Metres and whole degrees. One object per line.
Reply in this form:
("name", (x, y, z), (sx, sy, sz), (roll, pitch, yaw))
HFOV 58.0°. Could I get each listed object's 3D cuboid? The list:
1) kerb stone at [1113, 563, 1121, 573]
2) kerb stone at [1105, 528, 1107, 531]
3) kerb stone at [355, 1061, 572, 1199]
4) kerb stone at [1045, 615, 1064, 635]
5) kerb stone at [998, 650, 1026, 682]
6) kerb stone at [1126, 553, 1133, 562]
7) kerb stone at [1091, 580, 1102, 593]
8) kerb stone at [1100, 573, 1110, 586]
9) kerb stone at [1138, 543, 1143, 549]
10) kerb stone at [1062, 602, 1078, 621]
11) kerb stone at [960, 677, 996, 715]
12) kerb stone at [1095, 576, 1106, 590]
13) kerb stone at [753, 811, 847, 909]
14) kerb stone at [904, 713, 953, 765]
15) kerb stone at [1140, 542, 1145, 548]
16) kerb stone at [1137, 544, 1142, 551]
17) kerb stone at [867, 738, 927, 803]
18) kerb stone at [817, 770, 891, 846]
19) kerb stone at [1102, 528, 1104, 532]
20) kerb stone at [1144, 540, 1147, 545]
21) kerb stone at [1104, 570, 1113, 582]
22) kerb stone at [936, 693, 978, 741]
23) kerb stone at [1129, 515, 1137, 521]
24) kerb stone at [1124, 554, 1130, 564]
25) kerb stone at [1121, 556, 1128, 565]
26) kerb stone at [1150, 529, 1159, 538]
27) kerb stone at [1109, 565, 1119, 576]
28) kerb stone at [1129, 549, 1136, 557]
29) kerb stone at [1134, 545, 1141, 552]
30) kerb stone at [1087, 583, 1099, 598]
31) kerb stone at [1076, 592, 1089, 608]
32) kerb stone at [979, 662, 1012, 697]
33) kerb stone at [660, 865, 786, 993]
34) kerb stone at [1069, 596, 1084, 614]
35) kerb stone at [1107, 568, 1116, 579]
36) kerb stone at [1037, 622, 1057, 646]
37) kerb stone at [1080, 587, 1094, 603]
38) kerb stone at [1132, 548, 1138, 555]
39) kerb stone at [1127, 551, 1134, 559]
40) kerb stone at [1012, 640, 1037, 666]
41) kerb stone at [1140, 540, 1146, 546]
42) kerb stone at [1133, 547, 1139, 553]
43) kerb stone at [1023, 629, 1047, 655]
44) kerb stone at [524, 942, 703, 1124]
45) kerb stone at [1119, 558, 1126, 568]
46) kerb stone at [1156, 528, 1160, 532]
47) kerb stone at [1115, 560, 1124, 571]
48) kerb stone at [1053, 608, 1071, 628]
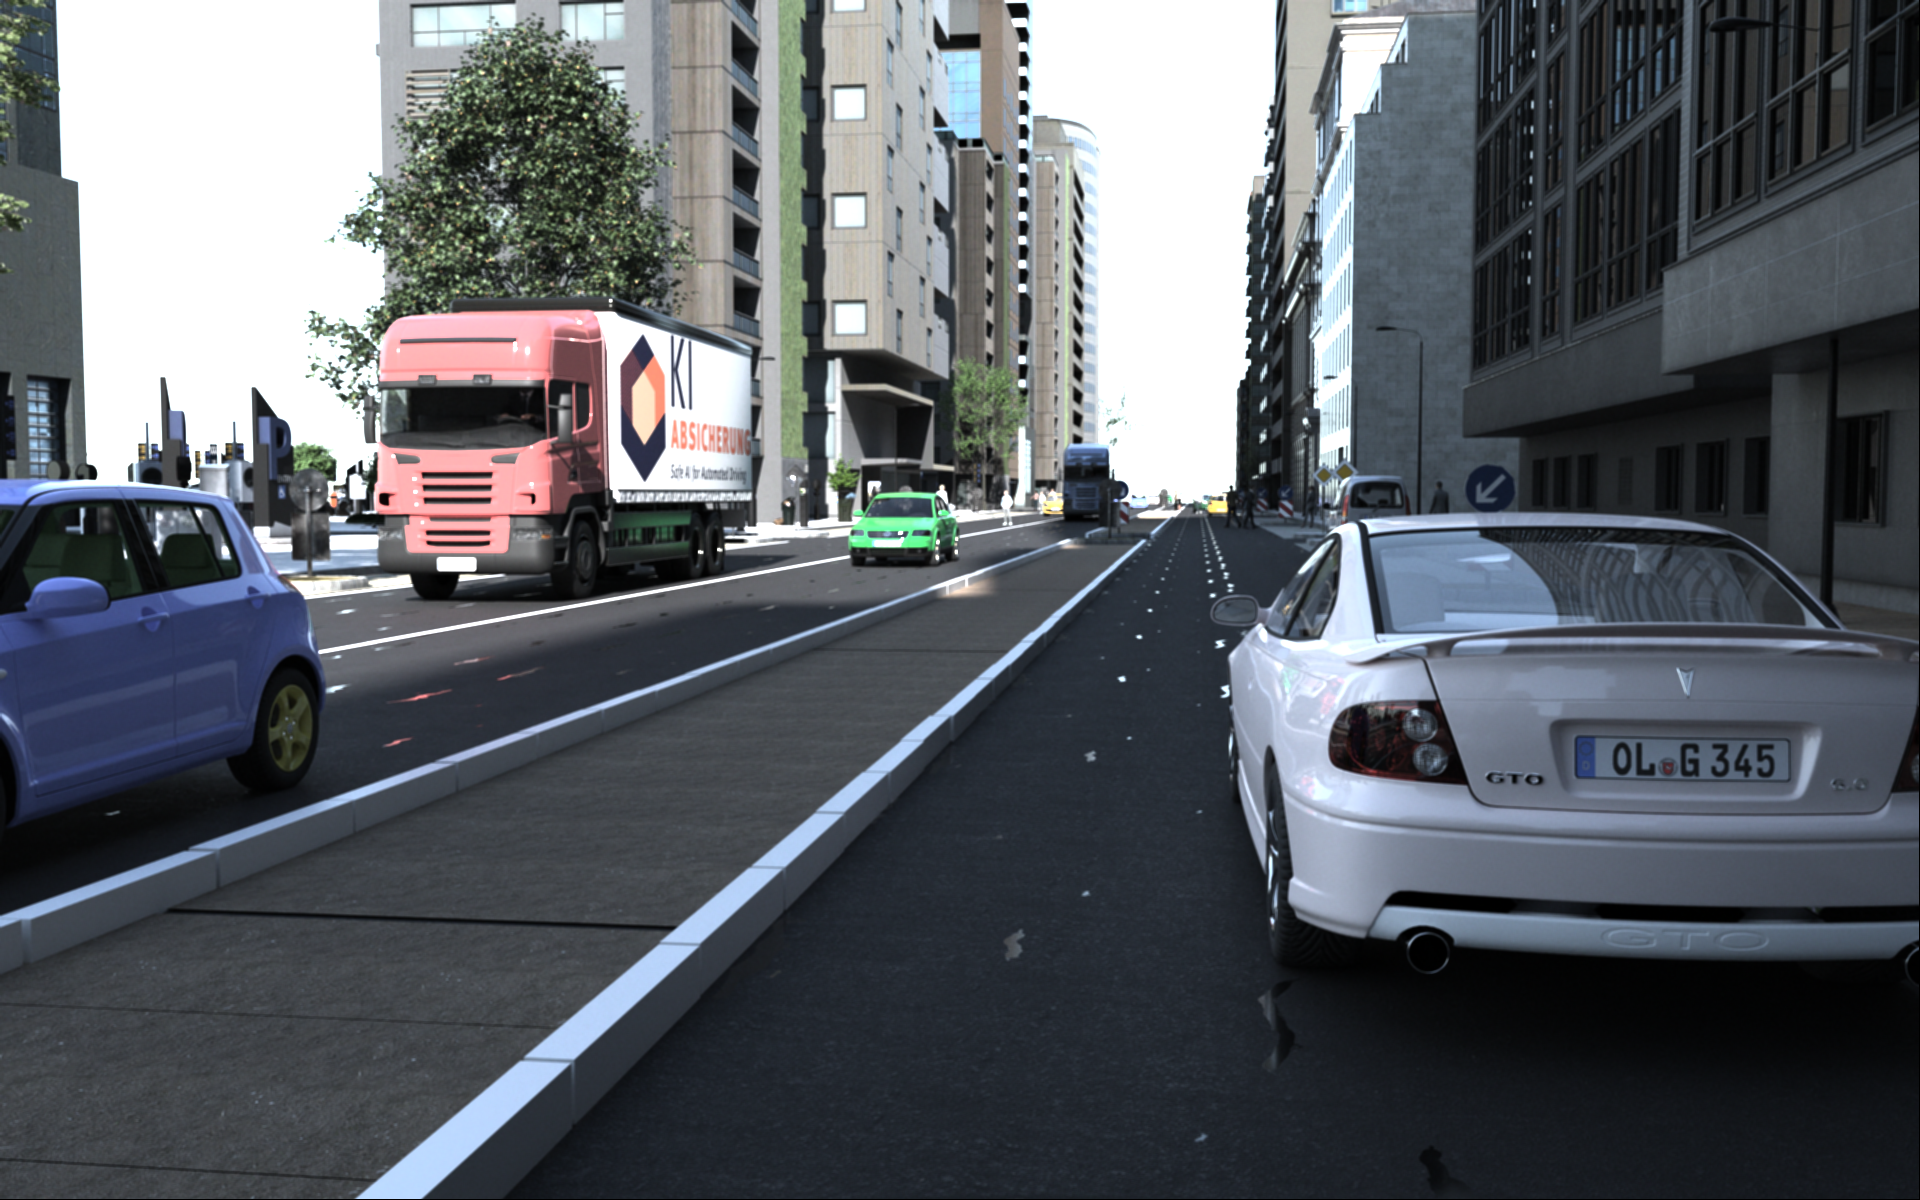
("kerb stone", (2.746, -0.524, 30.856), (0.120, 0.150, 1.000), (0, 4, 8))
("kerb stone", (5.345, -2.631, 65.266), (0.120, 0.150, 1.000), (0, 4, 8))
("kerb stone", (-1.003, 1.148, 3.421), (0.120, 0.150, 1.000), (0, 4, 8))
("kerb stone", (0.935, 0.285, 17.645), (0.120, 0.150, 1.000), (0, 4, 8))
("kerb stone", (0.390, 0.530, 13.577), (0.120, 0.150, 1.000), (0, 4, 8))
("kerb stone", (3.452, -0.841, 35.946), (0.120, 0.150, 1.000), (0, 4, 8))
("kerb stone", (1.912, -0.152, 24.764), (0.120, 0.150, 1.000), (0, 4, 8))
("kerb stone", (2.192, -0.281, 26.790), (0.120, 0.150, 1.000), (0, 4, 8))
("kerb stone", (4.426, -1.269, 43.090), (0.120, 0.150, 1.000), (0, 4, 8))
("kerb stone", (1.220, 0.155, 19.678), (0.120, 0.150, 1.000), (0, 4, 8))
("kerb stone", (0.102, 0.656, 11.545), (0.120, 0.150, 1.000), (0, 4, 8))
("kerb stone", (2.053, -0.219, 25.776), (0.120, 0.150, 1.000), (0, 4, 8))
("kerb stone", (-0.592, 0.962, 6.461), (0.120, 0.150, 1.000), (0, 4, 8))
("kerb stone", (-0.183, 0.775, 9.520), (0.120, 0.150, 1.000), (0, 4, 8))
("kerb stone", (4.570, -1.335, 44.102), (0.120, 0.150, 1.000), (0, 4, 8))
("kerb stone", (4.285, -1.215, 42.062), (0.120, 0.150, 1.000), (0, 4, 8))
("kerb stone", (-0.313, 0.837, 8.504), (0.120, 0.150, 1.000), (0, 4, 8))
("kerb stone", (-0.457, 0.899, 7.491), (0.120, 0.150, 1.000), (0, 4, 8))
("kerb stone", (5.067, -2.509, 63.225), (0.120, 0.150, 1.000), (0, 4, 8))
("kerb stone", (4.846, -1.461, 46.128), (0.120, 0.150, 1.000), (0, 4, 8))
("kerb stone", (2.328, -0.343, 27.804), (0.120, 0.150, 1.000), (0, 4, 8))
("kerb stone", (-0.029, 0.713, 10.531), (0.120, 0.150, 1.000), (0, 4, 8))
("kerb stone", (9.653, -4.559, 96.732), (0.120, 0.150, 1.000), (0, 4, 8))
("kerb stone", (3.305, -0.779, 34.935), (0.120, 0.150, 1.000), (0, 4, 8))
("kerb stone", (3.170, -0.717, 33.915), (0.120, 0.150, 1.000), (0, 4, 8))
("kerb stone", (6.732, -2.301, 59.924), (0.120, 0.150, 1.000), (0, 4, 8))
("kerb stone", (2.617, -0.467, 29.828), (0.120, 0.150, 1.000), (0, 4, 8))
("kerb stone", (3.729, -0.965, 37.986), (0.120, 0.150, 1.000), (0, 4, 8))
("kerb stone", (4.147, -1.152, 41.035), (0.120, 0.150, 1.000), (0, 4, 8))
("kerb stone", (1.778, -0.094, 23.734), (0.120, 0.150, 1.000), (0, 4, 8))
("kerb stone", (1.497, 0.030, 21.708), (0.120, 0.150, 1.000), (0, 4, 8))
("kerb stone", (0.245, 0.589, 12.560), (0.120, 0.150, 1.000), (0, 4, 8))
("kerb stone", (-0.732, 1.024, 5.448), (0.120, 0.150, 1.000), (0, 4, 8))
("kerb stone", (1.359, 0.092, 20.692), (0.120, 0.150, 1.000), (0, 4, 8))
("kerb stone", (2.471, -0.400, 28.817), (0.120, 0.150, 1.000), (0, 4, 8))
("kerb stone", (0.806, 0.347, 16.629), (0.120, 0.150, 1.000), (0, 4, 8))
("kerb stone", (1.630, -0.032, 22.722), (0.120, 0.150, 1.000), (0, 4, 8))
("kerb stone", (3.863, -1.028, 39.000), (0.120, 0.150, 1.000), (0, 4, 8))
("kerb stone", (3.589, -0.903, 36.959), (0.120, 0.150, 1.000), (0, 4, 8))
("kerb stone", (0.519, 0.472, 14.593), (0.120, 0.150, 1.000), (0, 4, 8))
("kerb stone", (4.700, -1.402, 45.116), (0.120, 0.150, 1.000), (0, 4, 8))
("kerb stone", (4.002, -1.084, 40.016), (0.120, 0.150, 1.000), (0, 4, 8))
("kerb stone", (0.657, 0.403, 15.605), (0.120, 0.150, 1.000), (0, 4, 8))
("kerb stone", (-0.866, 1.086, 4.434), (0.120, 0.150, 1.000), (0, 4, 8))
("kerb stone", (3.026, -0.654, 32.889), (0.120, 0.150, 1.000), (0, 4, 8))
("kerb stone", (6.878, -2.369, 60.936), (0.120, 0.150, 1.000), (0, 4, 8))
("kerb stone", (2.890, -0.592, 31.876), (0.120, 0.150, 1.000), (0, 4, 8))
("kerb stone", (1.074, 0.217, 18.666), (0.120, 0.150, 1.000), (0, 4, 8))
